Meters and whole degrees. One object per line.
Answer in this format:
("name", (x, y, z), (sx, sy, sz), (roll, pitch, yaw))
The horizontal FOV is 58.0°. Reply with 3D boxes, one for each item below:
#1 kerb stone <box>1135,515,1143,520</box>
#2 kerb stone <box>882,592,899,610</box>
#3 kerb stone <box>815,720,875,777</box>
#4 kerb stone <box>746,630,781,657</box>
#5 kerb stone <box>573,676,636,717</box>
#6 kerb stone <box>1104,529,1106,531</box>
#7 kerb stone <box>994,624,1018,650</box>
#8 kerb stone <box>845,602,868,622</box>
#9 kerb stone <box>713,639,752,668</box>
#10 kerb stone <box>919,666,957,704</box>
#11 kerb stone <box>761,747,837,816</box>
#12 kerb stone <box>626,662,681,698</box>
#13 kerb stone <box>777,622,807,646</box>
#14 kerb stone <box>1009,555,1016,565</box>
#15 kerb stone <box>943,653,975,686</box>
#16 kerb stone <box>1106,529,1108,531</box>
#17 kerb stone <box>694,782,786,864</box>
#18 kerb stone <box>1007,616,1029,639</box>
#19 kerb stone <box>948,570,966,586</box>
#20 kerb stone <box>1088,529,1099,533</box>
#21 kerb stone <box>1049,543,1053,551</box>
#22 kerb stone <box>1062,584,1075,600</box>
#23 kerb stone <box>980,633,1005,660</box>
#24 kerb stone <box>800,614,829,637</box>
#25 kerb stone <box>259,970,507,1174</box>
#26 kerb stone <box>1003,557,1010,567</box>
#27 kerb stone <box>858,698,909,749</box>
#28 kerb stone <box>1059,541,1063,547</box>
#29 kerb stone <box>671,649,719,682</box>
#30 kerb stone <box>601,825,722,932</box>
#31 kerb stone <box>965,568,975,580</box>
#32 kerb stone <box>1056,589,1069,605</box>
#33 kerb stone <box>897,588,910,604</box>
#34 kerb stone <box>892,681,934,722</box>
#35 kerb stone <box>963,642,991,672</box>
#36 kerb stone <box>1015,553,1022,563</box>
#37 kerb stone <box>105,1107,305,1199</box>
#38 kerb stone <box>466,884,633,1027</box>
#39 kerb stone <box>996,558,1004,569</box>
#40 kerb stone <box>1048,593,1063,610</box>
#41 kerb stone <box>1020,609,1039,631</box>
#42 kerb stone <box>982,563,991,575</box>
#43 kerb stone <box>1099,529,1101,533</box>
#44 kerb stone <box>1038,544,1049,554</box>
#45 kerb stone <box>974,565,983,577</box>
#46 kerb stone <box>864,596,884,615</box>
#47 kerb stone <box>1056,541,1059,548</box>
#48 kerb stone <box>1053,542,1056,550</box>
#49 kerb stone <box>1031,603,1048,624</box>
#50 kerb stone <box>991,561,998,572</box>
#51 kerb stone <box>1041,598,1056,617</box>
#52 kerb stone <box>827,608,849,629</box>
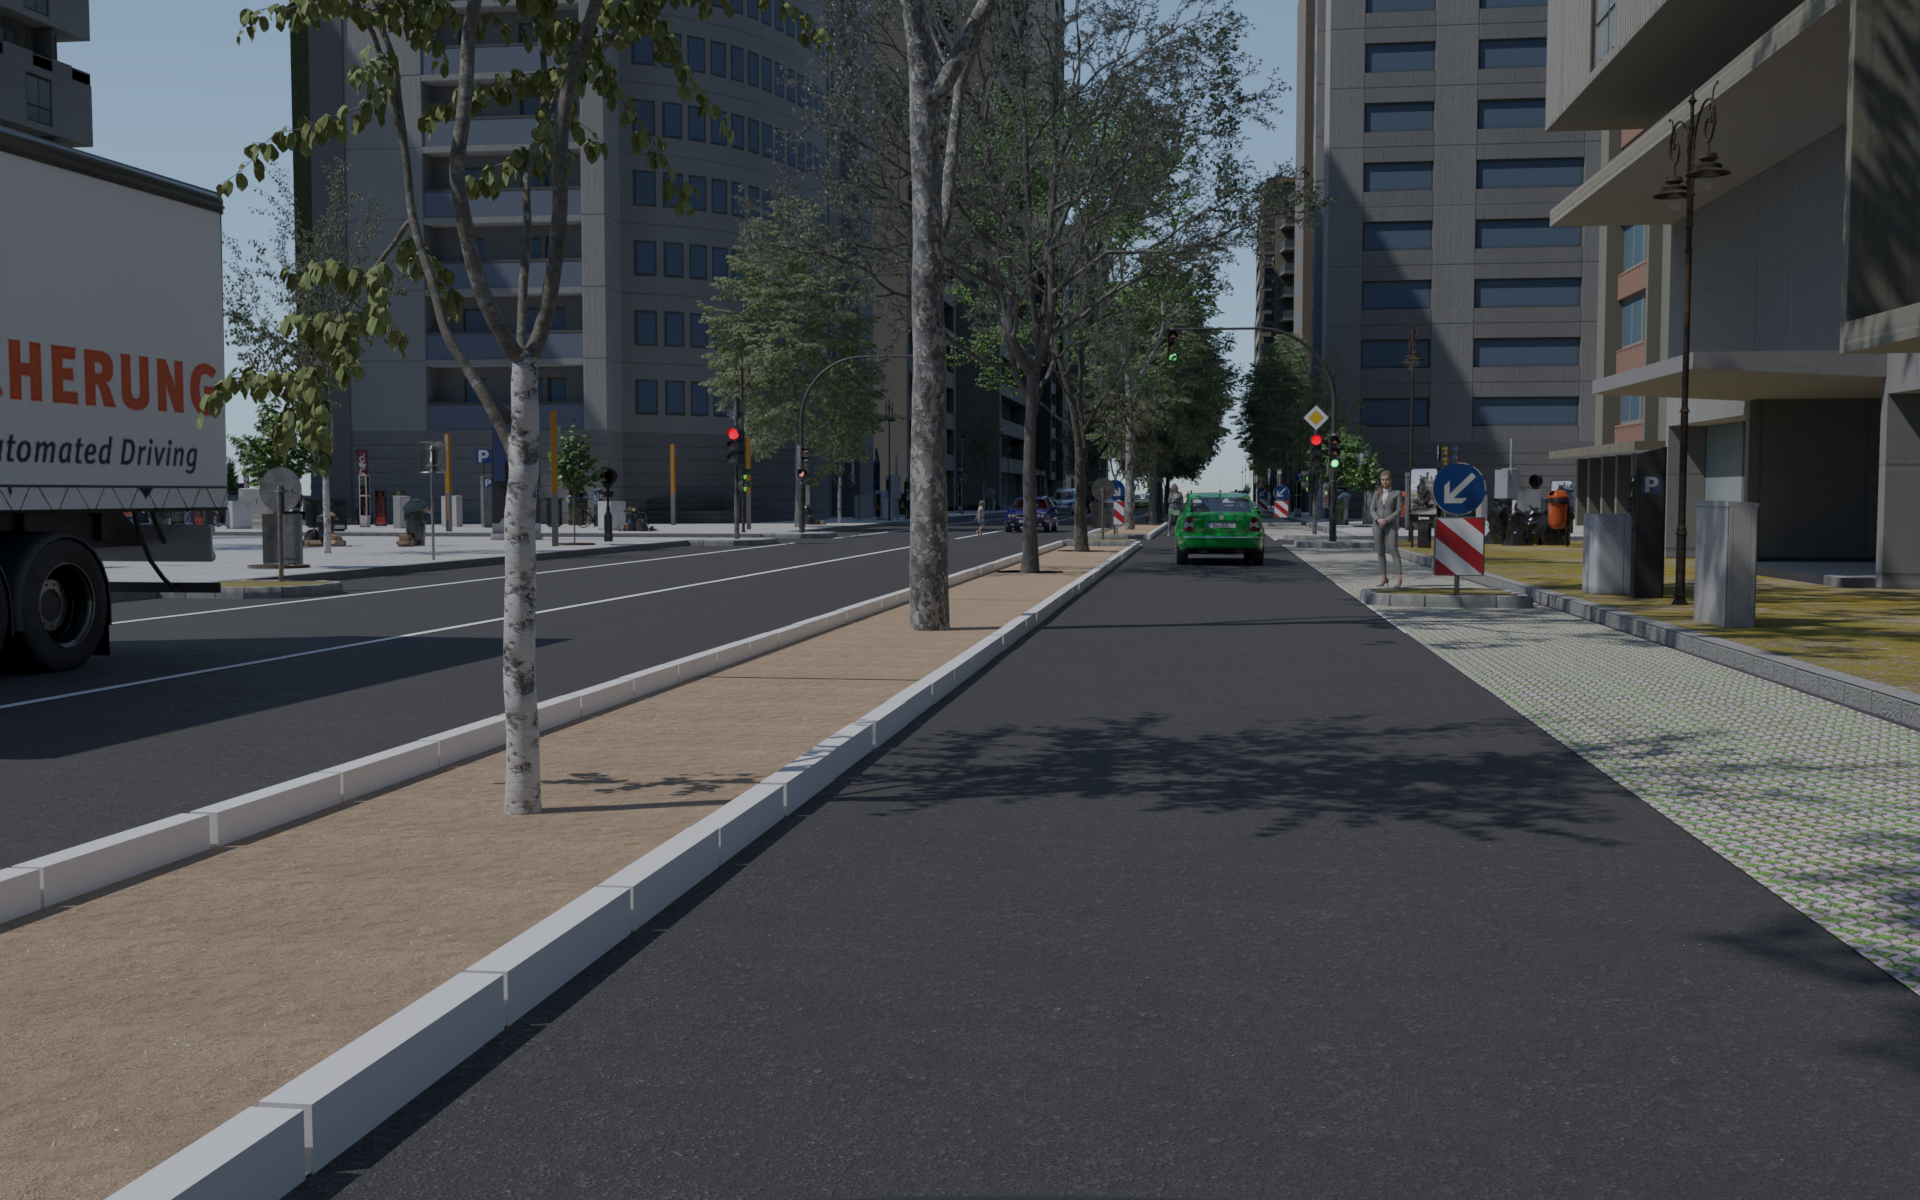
("kerb stone", (10.251, -4.719, 99.348), (0.120, 0.150, 1.000), (1, 4, 8))
("kerb stone", (-0.939, 0.031, 21.690), (0.120, 0.150, 1.000), (1, 4, 8))
("kerb stone", (-0.620, 0.794, 9.212), (0.120, 0.150, 1.000), (1, 4, 8))
("kerb stone", (-1.815, 0.407, 15.599), (0.120, 0.150, 1.000), (1, 4, 8))
("kerb stone", (-2.400, 0.654, 11.550), (0.120, 0.150, 1.000), (1, 4, 8))
("kerb stone", (5.279, -2.600, 64.797), (0.120, 0.150, 1.000), (1, 4, 8))
("kerb stone", (0.411, 0.360, 16.312), (0.120, 0.150, 1.000), (1, 4, 8))
("kerb stone", (-1.235, 0.155, 19.655), (0.120, 0.150, 1.000), (1, 4, 8))
("kerb stone", (-1.962, 0.466, 14.587), (0.120, 0.150, 1.000), (1, 4, 8))
("kerb stone", (-0.173, 0.609, 12.261), (0.120, 0.150, 1.000), (1, 4, 8))
("kerb stone", (-0.759, 0.856, 8.199), (0.120, 0.150, 1.000), (1, 4, 8))
("kerb stone", (-2.254, 0.589, 12.564), (0.120, 0.150, 1.000), (1, 4, 8))
("kerb stone", (-1.669, 0.348, 16.611), (0.120, 0.150, 1.000), (1, 4, 8))
("kerb stone", (0.956, -0.776, 34.885), (0.120, 0.150, 1.000), (1, 4, 8))
("kerb stone", (-0.028, 0.550, 13.273), (0.120, 0.150, 1.000), (1, 4, 8))
("kerb stone", (5.427, -2.668, 65.819), (0.120, 0.150, 1.000), (1, 4, 8))
("kerb stone", (-0.911, 0.923, 7.181), (0.120, 0.150, 1.000), (1, 4, 8))
("kerb stone", (0.550, 0.298, 17.325), (0.120, 0.150, 1.000), (1, 4, 8))
("kerb stone", (-0.066, -0.337, 27.776), (0.120, 0.150, 1.000), (1, 4, 8))
("kerb stone", (4.687, -2.357, 60.740), (0.120, 0.150, 1.000), (1, 4, 8))
("kerb stone", (2.134, -1.273, 43.004), (0.120, 0.150, 1.000), (1, 4, 8))
("kerb stone", (1.423, -0.074, 23.412), (0.120, 0.150, 1.000), (1, 4, 8))
("kerb stone", (0.257, 0.427, 15.302), (0.120, 0.150, 1.000), (1, 4, 8))
("kerb stone", (-1.529, 0.283, 17.624), (0.120, 0.150, 1.000), (1, 4, 8))
("kerb stone", (-1.350, 1.104, 4.145), (0.120, 0.150, 1.000), (1, 4, 8))
("kerb stone", (0.821, -0.714, 33.872), (0.120, 0.150, 1.000), (1, 4, 8))
("kerb stone", (-0.463, 0.731, 10.237), (0.120, 0.150, 1.000), (1, 4, 8))
("kerb stone", (2.569, -1.459, 46.048), (0.120, 0.150, 1.000), (1, 4, 8))
("kerb stone", (-2.108, 0.527, 13.575), (0.120, 0.150, 1.000), (1, 4, 8))
("kerb stone", (-1.057, 0.980, 6.169), (0.120, 0.150, 1.000), (1, 4, 8))
("kerb stone", (0.083, -0.404, 28.796), (0.120, 0.150, 1.000), (1, 4, 8))
("kerb stone", (1.280, -0.010, 22.391), (0.120, 0.150, 1.000), (1, 4, 8))
("kerb stone", (-0.789, -0.031, 22.701), (0.120, 0.150, 1.000), (1, 4, 8))
("kerb stone", (-0.322, 0.669, 11.249), (0.120, 0.150, 1.000), (1, 4, 8))
("kerb stone", (0.116, 0.487, 14.285), (0.120, 0.150, 1.000), (1, 4, 8))
("kerb stone", (1.111, -0.839, 35.905), (0.120, 0.150, 1.000), (1, 4, 8))
("kerb stone", (-1.498, 1.166, 3.129), (0.120, 0.150, 1.000), (1, 4, 8))
("kerb stone", (-1.204, 1.042, 5.157), (0.120, 0.150, 1.000), (1, 4, 8))
("kerb stone", (0.674, -0.647, 32.861), (0.120, 0.150, 1.000), (1, 4, 8))
("kerb stone", (1.134, 0.051, 21.379), (0.120, 0.150, 1.000), (1, 4, 8))
("kerb stone", (0.699, 0.236, 18.337), (0.120, 0.150, 1.000), (1, 4, 8))
("kerb stone", (0.384, -0.527, 30.828), (0.120, 0.150, 1.000), (1, 4, 8))
("kerb stone", (4.834, -2.420, 61.760), (0.120, 0.150, 1.000), (1, 4, 8))
("kerb stone", (1.989, -1.210, 41.979), (0.120, 0.150, 1.000), (1, 4, 8))
("kerb stone", (0.229, -0.463, 29.807), (0.120, 0.150, 1.000), (1, 4, 8))
("kerb stone", (-1.091, 0.093, 20.672), (0.120, 0.150, 1.000), (1, 4, 8))
("kerb stone", (2.416, -1.389, 45.030), (0.120, 0.150, 1.000), (1, 4, 8))
("kerb stone", (2.282, -1.334, 44.016), (0.120, 0.150, 1.000), (1, 4, 8))
("kerb stone", (0.852, 0.174, 19.349), (0.120, 0.150, 1.000), (1, 4, 8))
("kerb stone", (0.527, -0.590, 31.849), (0.120, 0.150, 1.000), (1, 4, 8))
("kerb stone", (0.994, 0.112, 20.362), (0.120, 0.150, 1.000), (1, 4, 8))
("kerb stone", (-1.383, 0.224, 18.637), (0.120, 0.150, 1.000), (1, 4, 8))
